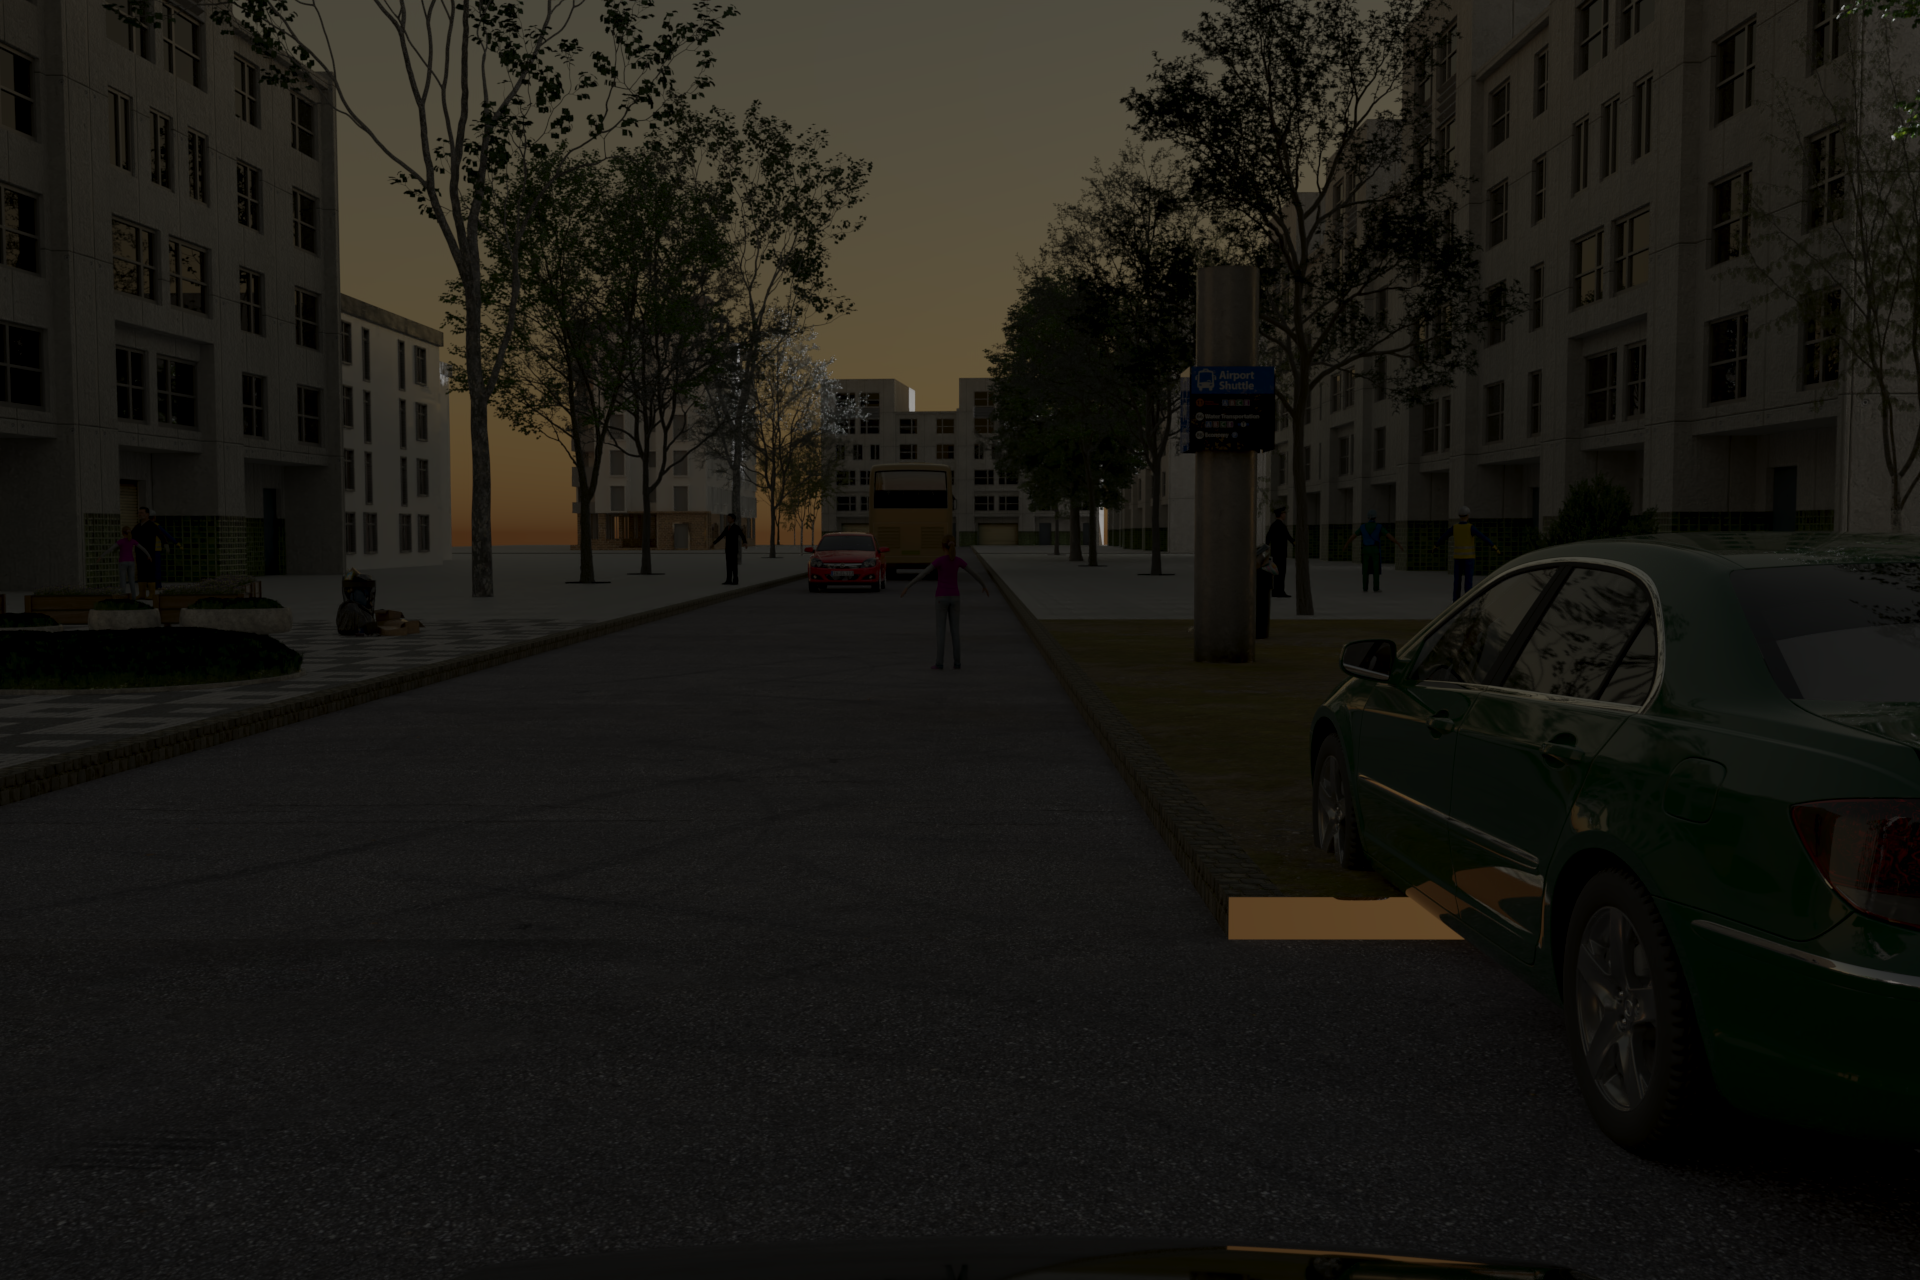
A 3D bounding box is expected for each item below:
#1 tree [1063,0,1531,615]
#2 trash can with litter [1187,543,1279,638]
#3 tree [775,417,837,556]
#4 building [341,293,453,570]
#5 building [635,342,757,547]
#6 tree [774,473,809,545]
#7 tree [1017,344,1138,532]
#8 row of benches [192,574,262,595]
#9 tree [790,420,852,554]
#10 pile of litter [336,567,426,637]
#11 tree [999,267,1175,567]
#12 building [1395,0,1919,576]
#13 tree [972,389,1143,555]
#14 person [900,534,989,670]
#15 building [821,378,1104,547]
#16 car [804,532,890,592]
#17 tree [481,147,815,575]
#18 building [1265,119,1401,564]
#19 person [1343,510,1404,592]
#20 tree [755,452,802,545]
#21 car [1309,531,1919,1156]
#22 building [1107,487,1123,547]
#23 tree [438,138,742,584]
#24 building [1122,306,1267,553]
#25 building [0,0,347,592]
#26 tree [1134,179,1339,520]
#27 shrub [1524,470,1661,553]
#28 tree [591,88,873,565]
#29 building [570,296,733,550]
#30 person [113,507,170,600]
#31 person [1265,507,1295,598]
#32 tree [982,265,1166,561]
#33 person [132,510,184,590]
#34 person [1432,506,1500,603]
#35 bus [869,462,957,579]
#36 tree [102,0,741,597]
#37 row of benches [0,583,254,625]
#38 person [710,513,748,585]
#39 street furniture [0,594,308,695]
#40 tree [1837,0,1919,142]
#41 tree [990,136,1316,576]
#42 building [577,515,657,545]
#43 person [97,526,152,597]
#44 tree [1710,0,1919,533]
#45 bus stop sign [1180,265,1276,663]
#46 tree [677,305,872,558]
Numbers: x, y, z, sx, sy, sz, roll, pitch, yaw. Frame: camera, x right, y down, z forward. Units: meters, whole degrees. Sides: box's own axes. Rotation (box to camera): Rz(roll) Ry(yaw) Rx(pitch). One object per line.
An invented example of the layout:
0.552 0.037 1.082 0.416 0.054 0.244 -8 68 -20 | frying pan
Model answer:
5.119 -5.670 27.114 7.601 10.594 8.767 0 4 -2 | tree
3.337 -0.602 21.236 1.055 1.170 0.624 0 4 0 | trash can with litter
-9.488 -9.332 102.939 4.360 8.622 3.978 0 3 0 | tree
-26.004 -7.951 72.147 9.099 9.664 28.070 0 3 0 | building
-26.836 -19.309 172.121 16.016 20.090 11.380 0 4 1 | building
-19.070 -15.083 196.962 4.737 8.622 4.395 0 3 0 | tree
6.407 -10.659 92.403 7.486 12.596 7.792 0 3 0 | tree
-10.729 -0.604 25.337 1.422 0.672 4.104 -1 4 -17 | row of benches
-9.114 -9.718 109.259 4.737 8.622 4.395 0 3 0 | tree
-7.511 -0.516 22.405 1.176 0.858 1.719 0 4 0 | pile of litter
5.108 -8.709 68.140 9.928 11.665 9.643 0 3 0 | tree
23.807 -10.943 45.374 16.747 18.905 31.486 0 4 0 | building
5.837 -11.866 104.386 12.009 13.543 11.850 0 3 0 | tree
-0.148 -0.404 18.327 0.991 1.433 0.599 -1 4 -20 | person
0.824 -20.424 202.846 31.486 18.905 16.747 0 4 6 | building
-2.840 -2.139 44.014 2.155 1.783 4.494 0 4 0 | car
-9.768 -8.802 54.288 12.009 13.543 11.850 0 3 0 | tree
25.704 -13.216 82.543 16.747 18.905 31.486 0 4 0 | building
9.075 -1.957 38.131 1.347 1.817 0.704 2 4 29 | person
-21.518 -16.987 203.485 9.928 11.665 9.643 0 3 0 | tree
2.396 0.389 5.437 2.131 1.459 4.920 0 4 -1 | car
24.232 -18.667 171.659 16.747 18.905 31.486 0 4 0 | building
-9.605 -7.278 44.752 9.928 11.665 9.643 0 3 0 | tree
22.583 -16.379 134.257 16.747 18.905 31.486 0 4 0 | building
-27.993 -10.520 38.455 16.747 18.905 31.486 0 4 1 | building
5.280 -5.264 36.431 4.360 8.622 3.978 0 3 0 | tree
7.800 -1.058 21.344 1.661 2.075 1.752 0 3 0 | shrub
-9.921 -13.317 73.625 12.611 20.169 13.585 0 3 0 | tree
-24.830 -17.267 138.741 16.016 20.090 11.380 0 4 -1 | building
-15.842 -1.682 33.631 1.346 1.812 0.704 1 4 19 | person
6.497 -1.783 35.081 0.705 1.837 1.347 -1 4 -20 | person
5.494 -10.697 81.549 9.857 13.997 8.962 0 3 0 | tree
-18.451 -2.057 39.596 1.349 1.833 0.705 0 4 3 | person
8.905 -1.472 30.529 1.216 1.772 0.721 2 4 35 | person
-1.525 -4.091 58.427 2.896 3.916 12.252 0 4 0 | bus
-10.495 -10.860 33.447 12.611 20.169 13.585 0 3 0 | tree
-10.724 -0.355 21.273 4.104 0.672 1.422 -1 4 -12 | row of benches
-5.795 -2.299 43.773 1.347 1.806 0.705 3 5 40 | person
-11.002 0.009 15.481 10.072 0.657 5.734 -1 4 -10 | street furniture
10.580 -5.361 13.411 9.928 11.665 9.643 0 3 0 | tree
6.050 -8.757 53.548 12.009 13.543 11.850 0 3 0 | tree
-27.978 -18.264 155.034 16.016 20.090 11.380 0 4 0 | building
-15.269 -1.371 31.686 0.599 1.433 0.991 3 5 41 | person
12.503 -4.424 22.688 4.360 8.622 3.978 0 3 0 | tree
2.667 -1.733 17.355 0.837 3.901 0.837 0 4 1 | bus stop sign
-9.851 -11.096 91.789 12.009 13.543 11.850 0 3 0 | tree
